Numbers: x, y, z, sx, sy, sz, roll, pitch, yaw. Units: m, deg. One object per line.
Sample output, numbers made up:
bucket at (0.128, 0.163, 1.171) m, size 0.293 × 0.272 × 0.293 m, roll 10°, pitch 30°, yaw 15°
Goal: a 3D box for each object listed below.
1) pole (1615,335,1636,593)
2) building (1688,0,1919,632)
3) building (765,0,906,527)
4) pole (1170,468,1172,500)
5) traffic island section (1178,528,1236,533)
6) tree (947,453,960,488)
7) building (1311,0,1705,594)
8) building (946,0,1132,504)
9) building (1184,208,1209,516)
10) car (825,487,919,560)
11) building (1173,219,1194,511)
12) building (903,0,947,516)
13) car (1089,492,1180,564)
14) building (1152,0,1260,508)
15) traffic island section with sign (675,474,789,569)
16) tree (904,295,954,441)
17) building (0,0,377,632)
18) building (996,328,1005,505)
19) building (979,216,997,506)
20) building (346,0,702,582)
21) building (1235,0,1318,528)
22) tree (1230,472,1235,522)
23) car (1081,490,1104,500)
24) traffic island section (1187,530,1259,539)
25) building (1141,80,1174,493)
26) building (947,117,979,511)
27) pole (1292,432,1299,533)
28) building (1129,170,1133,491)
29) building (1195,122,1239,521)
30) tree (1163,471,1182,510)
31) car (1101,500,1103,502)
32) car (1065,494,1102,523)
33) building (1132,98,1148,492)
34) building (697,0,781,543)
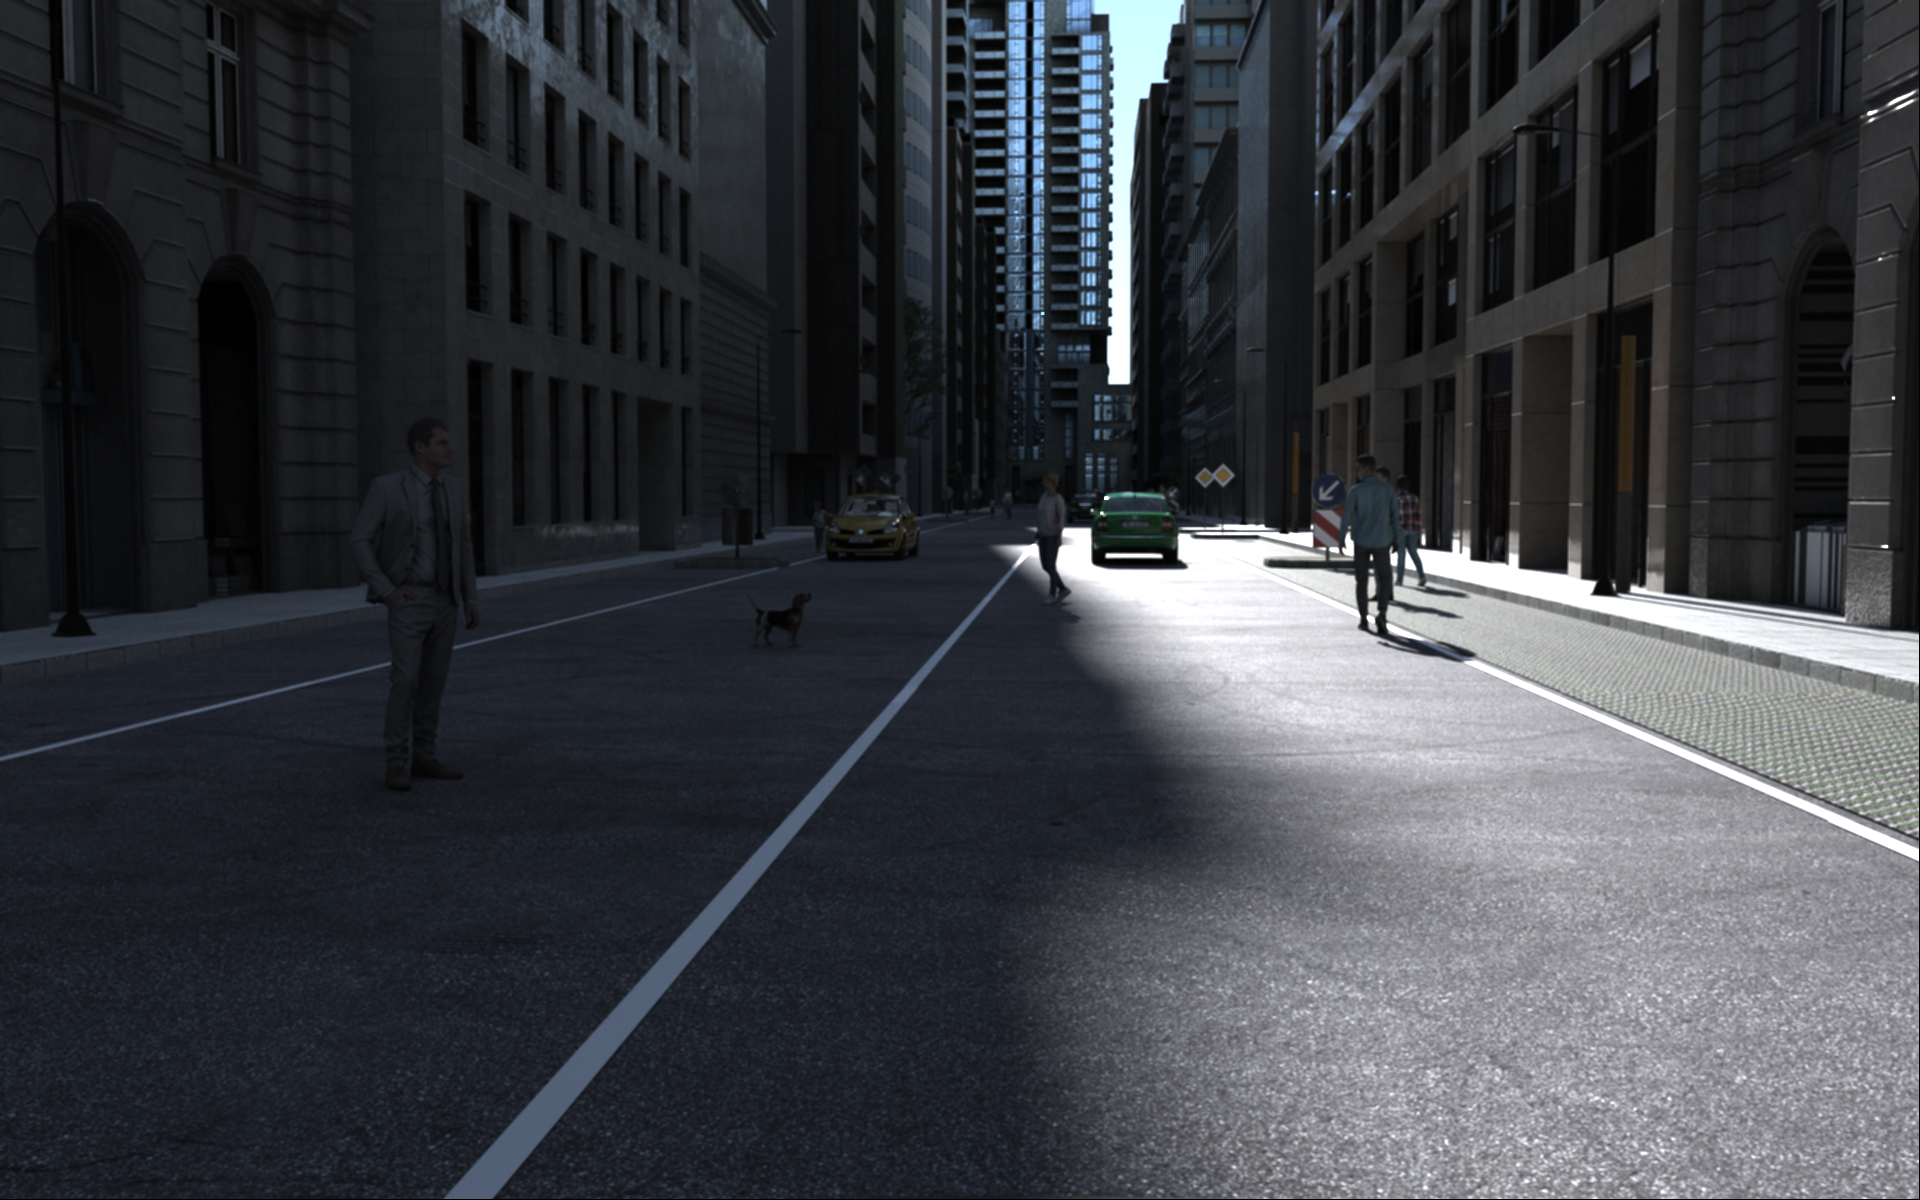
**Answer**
pole at (8.600, -1.745, 22.372) m, size 0.158 × 3.312 × 0.155 m, roll 0°, pitch 3°, yaw 0°
building at (14.214, -10.238, 9.199) m, size 13.314 × 21.916 × 24.055 m, roll 0°, pitch 4°, yaw 4°
building at (-9.915, -18.371, 72.061) m, size 14.160 × 30.474 × 14.107 m, roll 0°, pitch 4°, yaw 4°
pole at (16.665, -8.733, 136.622) m, size 0.158 × 3.312 × 0.155 m, roll 0°, pitch 3°, yaw 0°
traffic island section at (9.081, -2.559, 64.122) m, size 2.009 × 0.180 × 2.903 m, roll 0°, pitch 4°, yaw 4°
tree at (-1.507, -8.524, 123.088) m, size 4.285 × 4.588 × 4.351 m, roll 0°, pitch 3°, yaw 0°
building at (19.811, -14.268, 37.795) m, size 19.350 × 26.468 × 34.151 m, roll 0°, pitch 4°, yaw 4°
building at (7.370, -56.250, 232.352) m, size 31.000 × 86.520 × 22.319 m, roll 0°, pitch 4°, yaw 4°
building at (19.612, -15.936, 109.709) m, size 9.793 × 20.994 × 18.267 m, roll 0°, pitch 4°, yaw 4°
car at (-1.937, -1.746, 38.773) m, size 2.015 × 1.641 × 3.980 m, roll 0°, pitch 4°, yaw 5°
building at (21.869, -18.331, 128.592) m, size 11.050 × 23.489 × 19.941 m, roll 0°, pitch 4°, yaw 4°
building at (-12.330, -34.347, 103.581) m, size 21.231 × 58.520 × 28.212 m, roll 0°, pitch 4°, yaw 4°
car at (3.727, -1.724, 36.988) m, size 1.959 × 1.807 × 4.718 m, roll 0°, pitch 4°, yaw 6°
building at (30.467, -33.186, 162.192) m, size 23.786 × 49.044 × 30.456 m, roll 0°, pitch 4°, yaw 4°
traffic island section with sign at (-4.412, -1.551, 33.988) m, size 1.989 × 1.847 × 2.006 m, roll 0°, pitch 4°, yaw 4°
tree at (-3.908, -9.691, 84.197) m, size 9.928 × 11.665 × 9.643 m, roll 0°, pitch 3°, yaw 0°
building at (-14.968, -10.428, 12.302) m, size 13.314 × 21.916 × 24.055 m, roll 0°, pitch 4°, yaw 4°
building at (-9.740, -21.953, 203.970) m, size 28.899 × 21.520 × 27.650 m, roll 0°, pitch 4°, yaw 4°
building at (-3.548, -24.932, 179.336) m, size 14.160 × 30.474 × 14.107 m, roll 0°, pitch 4°, yaw 4°
building at (-11.992, -10.918, 33.266) m, size 10.420 × 20.320 × 16.860 m, roll 0°, pitch 4°, yaw 4°
building at (26.708, -15.281, 68.904) m, size 30.058 × 24.678 × 14.314 m, roll 0°, pitch 4°, yaw 4°
tree at (12.920, -5.176, 79.234) m, size 1.663 × 3.219 × 1.824 m, roll 0°, pitch 3°, yaw 0°
car at (11.059, -8.445, 146.756) m, size 2.281 × 1.827 × 5.304 m, roll 0°, pitch 4°, yaw 5°
traffic island section at (8.536, -2.072, 56.156) m, size 2.009 × 0.180 × 2.903 m, roll 0°, pitch 4°, yaw 4°
building at (26.930, -32.726, 185.178) m, size 14.600 × 45.320 × 14.200 m, roll 0°, pitch 4°, yaw 4°
building at (-6.205, -22.110, 133.192) m, size 14.160 × 30.474 × 14.107 m, roll 0°, pitch 4°, yaw 4°
pole at (11.008, -3.852, 56.824) m, size 0.158 × 3.312 × 0.155 m, roll 0°, pitch 3°, yaw 0°
building at (29.707, -35.406, 229.001) m, size 14.200 × 45.320 × 14.600 m, roll 0°, pitch 4°, yaw 4°
building at (18.698, -15.526, 90.004) m, size 11.583 × 22.565 × 21.152 m, roll 0°, pitch 4°, yaw 4°
tree at (17.721, -9.209, 145.174) m, size 1.663 × 3.219 × 1.824 m, roll 0°, pitch 3°, yaw 0°
car at (8.754, -5.342, 96.142) m, size 1.959 × 1.807 × 4.718 m, roll 0°, pitch 4°, yaw 2°
car at (6.330, -4.608, 87.141) m, size 2.131 × 1.459 × 4.920 m, roll 0°, pitch 4°, yaw 5°
building at (31.227, -35.412, 202.695) m, size 21.300 × 48.544 × 21.600 m, roll 0°, pitch 4°, yaw 4°
building at (-23.284, -14.179, 50.917) m, size 34.723 × 24.649 × 14.460 m, roll 0°, pitch 4°, yaw 4°
